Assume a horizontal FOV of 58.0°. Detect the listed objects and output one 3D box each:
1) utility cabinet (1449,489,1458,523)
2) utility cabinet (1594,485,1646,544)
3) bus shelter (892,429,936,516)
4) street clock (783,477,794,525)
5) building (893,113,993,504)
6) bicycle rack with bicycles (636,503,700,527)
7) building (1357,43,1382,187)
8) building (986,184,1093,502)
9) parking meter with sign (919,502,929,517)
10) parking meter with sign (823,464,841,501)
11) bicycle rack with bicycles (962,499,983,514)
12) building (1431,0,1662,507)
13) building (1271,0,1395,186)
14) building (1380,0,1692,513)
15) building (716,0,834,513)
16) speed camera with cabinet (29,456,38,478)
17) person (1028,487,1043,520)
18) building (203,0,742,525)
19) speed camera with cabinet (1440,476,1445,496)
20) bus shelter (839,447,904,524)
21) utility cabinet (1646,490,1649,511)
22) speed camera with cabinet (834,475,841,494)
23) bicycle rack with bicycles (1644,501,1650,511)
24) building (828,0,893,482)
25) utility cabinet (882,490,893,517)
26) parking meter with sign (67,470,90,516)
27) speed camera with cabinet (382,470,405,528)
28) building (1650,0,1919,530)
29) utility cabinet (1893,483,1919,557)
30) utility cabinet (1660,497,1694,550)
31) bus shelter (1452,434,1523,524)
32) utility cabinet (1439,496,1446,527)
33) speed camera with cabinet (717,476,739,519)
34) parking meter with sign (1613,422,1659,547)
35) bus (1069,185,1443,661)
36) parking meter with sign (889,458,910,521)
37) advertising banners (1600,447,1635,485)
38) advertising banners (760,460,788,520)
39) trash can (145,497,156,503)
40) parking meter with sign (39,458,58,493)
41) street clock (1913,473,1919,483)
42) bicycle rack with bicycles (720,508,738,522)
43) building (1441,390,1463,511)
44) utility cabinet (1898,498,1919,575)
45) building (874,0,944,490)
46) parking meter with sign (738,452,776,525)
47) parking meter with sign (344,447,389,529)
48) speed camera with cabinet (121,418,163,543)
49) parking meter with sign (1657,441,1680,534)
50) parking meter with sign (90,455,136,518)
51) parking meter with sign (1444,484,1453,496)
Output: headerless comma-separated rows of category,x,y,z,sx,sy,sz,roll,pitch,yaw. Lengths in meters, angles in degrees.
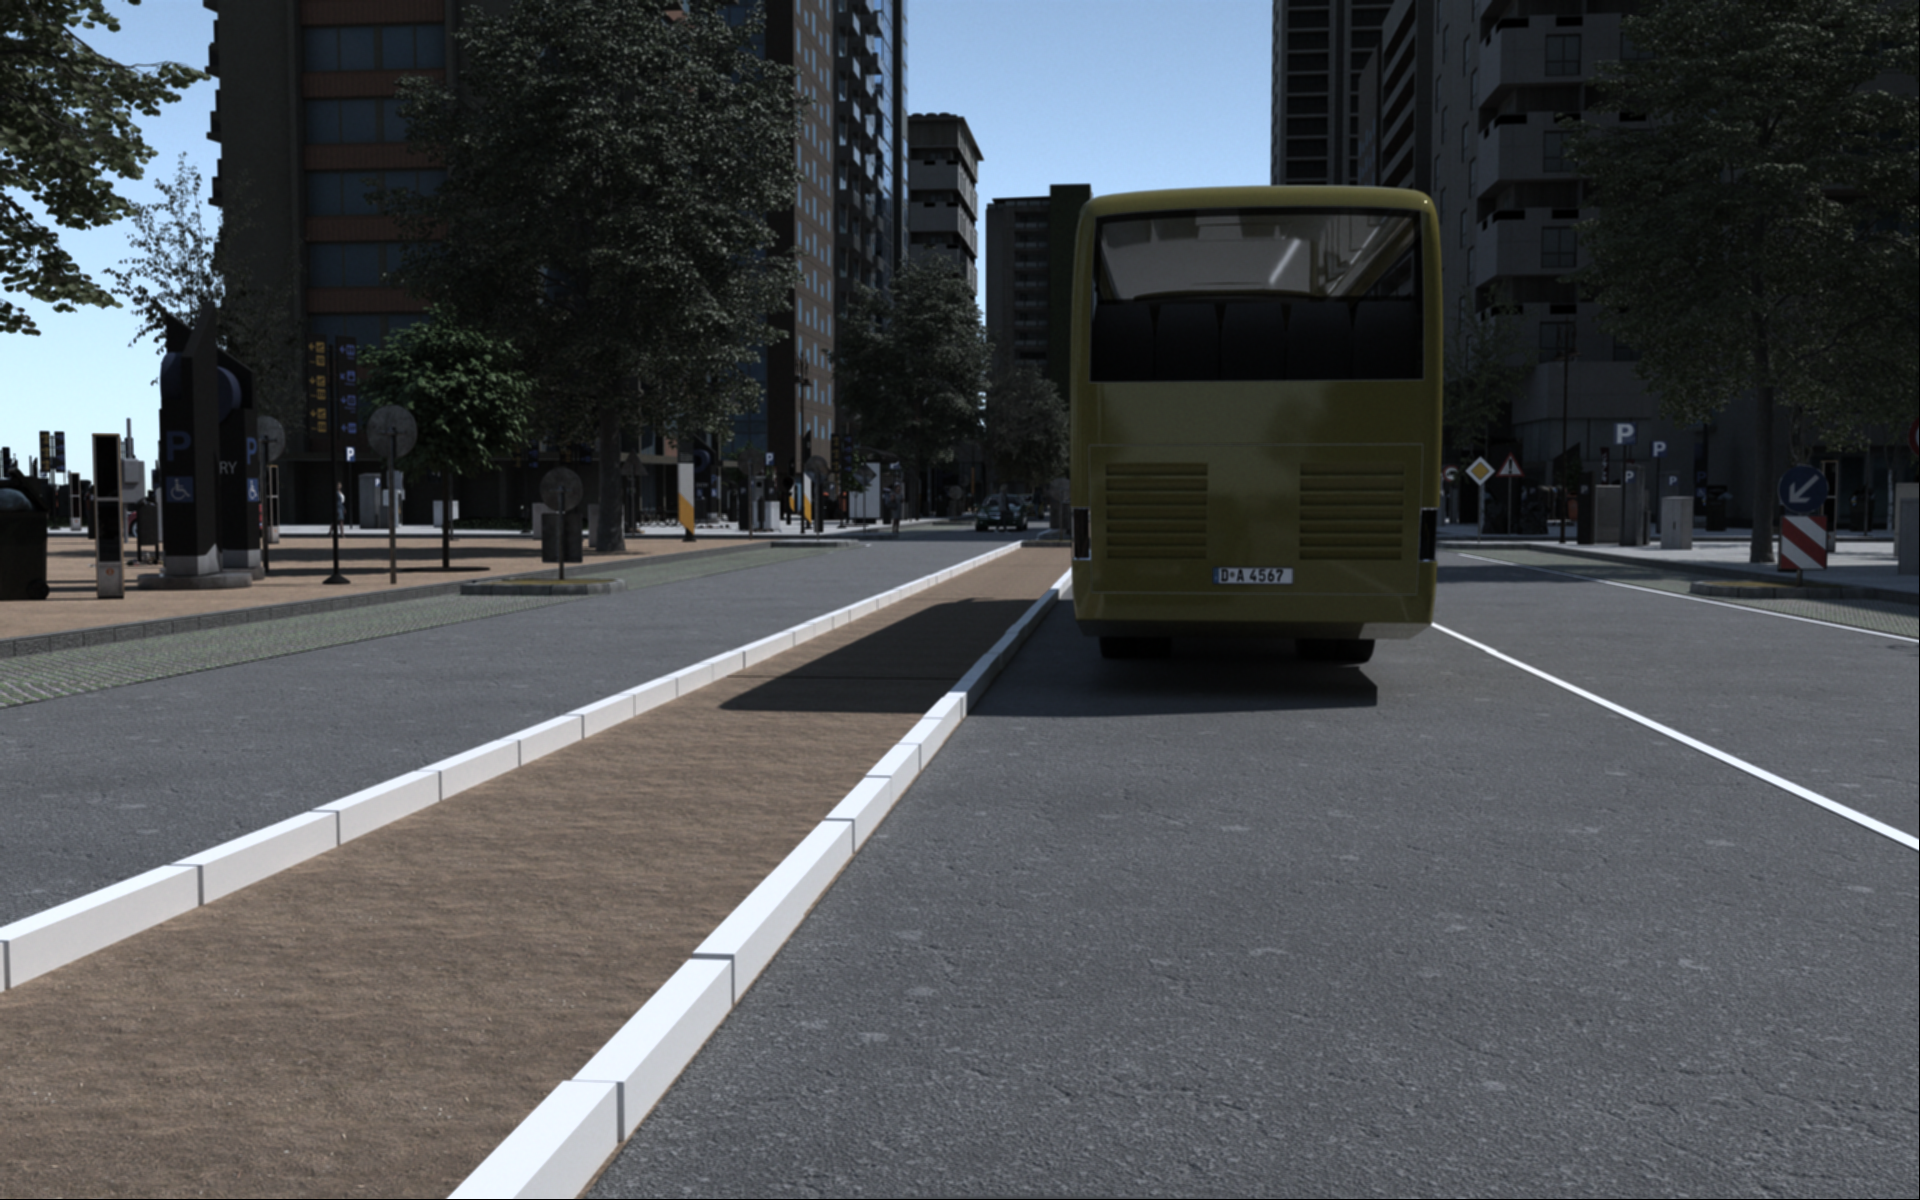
utility cabinet,21.737,-4.136,76.308,0.318,1.500,1.173,1,4,13
utility cabinet,16.796,-2.175,44.244,1.173,1.500,0.318,0,4,-4
bus shelter,-2.628,-7.630,102.377,2.179,5.291,8.768,0,4,6
street clock,-7.155,-4.141,72.268,0.471,2.002,0.358,0,4,-4
building,-9.503,-39.814,240.202,27.495,52.752,28.713,0,4,6
bicycle rack with bicycles,-11.770,-3.381,68.655,2.925,0.926,2.852,-1,4,-19
building,46.612,-31.759,169.366,14.600,45.320,14.200,0,4,6
building,10.662,-33.502,231.344,14.086,41.232,14.154,0,4,6
parking meter with sign,-2.599,-6.205,97.718,1.738,3.016,0.543,0,4,6
parking meter with sign,-7.656,-6.423,101.278,0.543,3.016,1.738,-3,4,-38
bicycle rack with bicycles,0.392,-6.400,118.018,2.852,0.926,2.925,-2,4,-35
building,45.264,-31.727,107.974,28.713,52.752,27.495,0,4,6
building,52.209,-48.425,230.001,20.611,71.187,20.563,0,4,6
building,48.860,-32.255,151.067,21.300,48.544,21.600,0,4,6
building,-16.906,-28.761,120.359,14.600,45.320,14.200,0,4,6
speed camera with cabinet,-48.426,-5.782,88.864,2.038,3.252,0.660,0,4,2
person,4.115,-5.250,94.324,0.794,1.824,0.713,-2,4,-24
building,-23.278,-26.281,84.316,22.147,44.769,28.867,0,4,6
speed camera with cabinet,22.199,-5.288,80.796,0.660,3.252,2.038,1,4,22
bus shelter,-3.859,-5.056,76.597,2.014,3.302,5.546,0,4,6
utility cabinet,36.620,-5.199,93.675,1.173,1.500,0.318,0,4,3
speed camera with cabinet,-8.415,-7.942,124.190,0.660,3.252,2.038,2,4,35
bicycle rack with bicycles,35.920,-4.613,88.811,2.852,0.926,2.925,1,4,11
building,-18.677,-32.271,147.237,23.786,49.044,30.456,0,4,6
utility cabinet,-3.893,-5.324,95.719,1.173,1.500,0.318,-3,5,-41
parking meter with sign,-47.850,-6.011,94.546,1.738,3.016,0.543,0,4,-4
speed camera with cabinet,-21.965,-4.457,67.200,0.660,3.252,2.038,-1,4,-10
building,40.533,-27.289,69.871,21.600,48.544,21.300,0,4,6
utility cabinet,19.037,-1.559,34.174,0.318,1.500,1.173,-1,4,-17
utility cabinet,16.674,-1.783,40.313,0.306,1.237,1.020,0,4,-3
bus shelter,21.412,-4.842,70.447,1.731,3.624,6.357,0,4,6
utility cabinet,18.700,-3.511,68.567,0.306,1.237,1.020,-3,5,-41
speed camera with cabinet,-11.194,-5.443,83.329,2.038,3.252,0.660,0,4,-2
parking meter with sign,16.668,-2.850,42.853,0.543,3.016,1.738,3,4,36
bus,2.744,-1.608,17.837,2.896,3.916,12.252,0,4,7
parking meter with sign,-2.942,-5.374,84.134,0.543,3.016,1.738,1,4,14
advertising banners,24.702,-4.219,65.164,2.074,3.025,0.090,-2,4,-33
advertising banners,-9.386,-5.520,86.435,0.090,3.025,2.074,-3,5,-43
trash can,-47.330,-5.489,101.395,0.748,1.137,0.748,0,3,0
parking meter with sign,-43.454,-5.233,81.822,0.543,3.016,1.738,0,4,5
street clock,32.103,-3.258,57.832,0.471,2.002,0.358,3,5,43
bicycle rack with bicycles,-9.937,-4.147,81.190,2.925,0.926,2.852,-1,4,-16
building,43.517,-22.143,133.743,14.160,30.474,14.107,0,4,6
utility cabinet,15.368,-0.983,27.235,1.020,1.237,0.306,3,5,41
building,-17.960,-53.374,185.338,31.000,86.520,22.319,0,4,6
parking meter with sign,-8.459,-4.627,71.915,0.543,3.016,1.738,3,5,39
parking meter with sign,-21.663,-4.116,63.565,1.738,3.016,0.543,1,4,16
speed camera with cabinet,-21.213,-3.143,45.727,2.038,3.252,0.660,-3,5,-40
parking meter with sign,22.823,-3.643,55.823,0.543,3.016,1.738,0,4,0
parking meter with sign,-37.804,-4.965,77.441,1.738,3.016,0.543,0,4,6
parking meter with sign,28.837,-6.616,104.434,1.738,3.016,0.543,2,4,31
